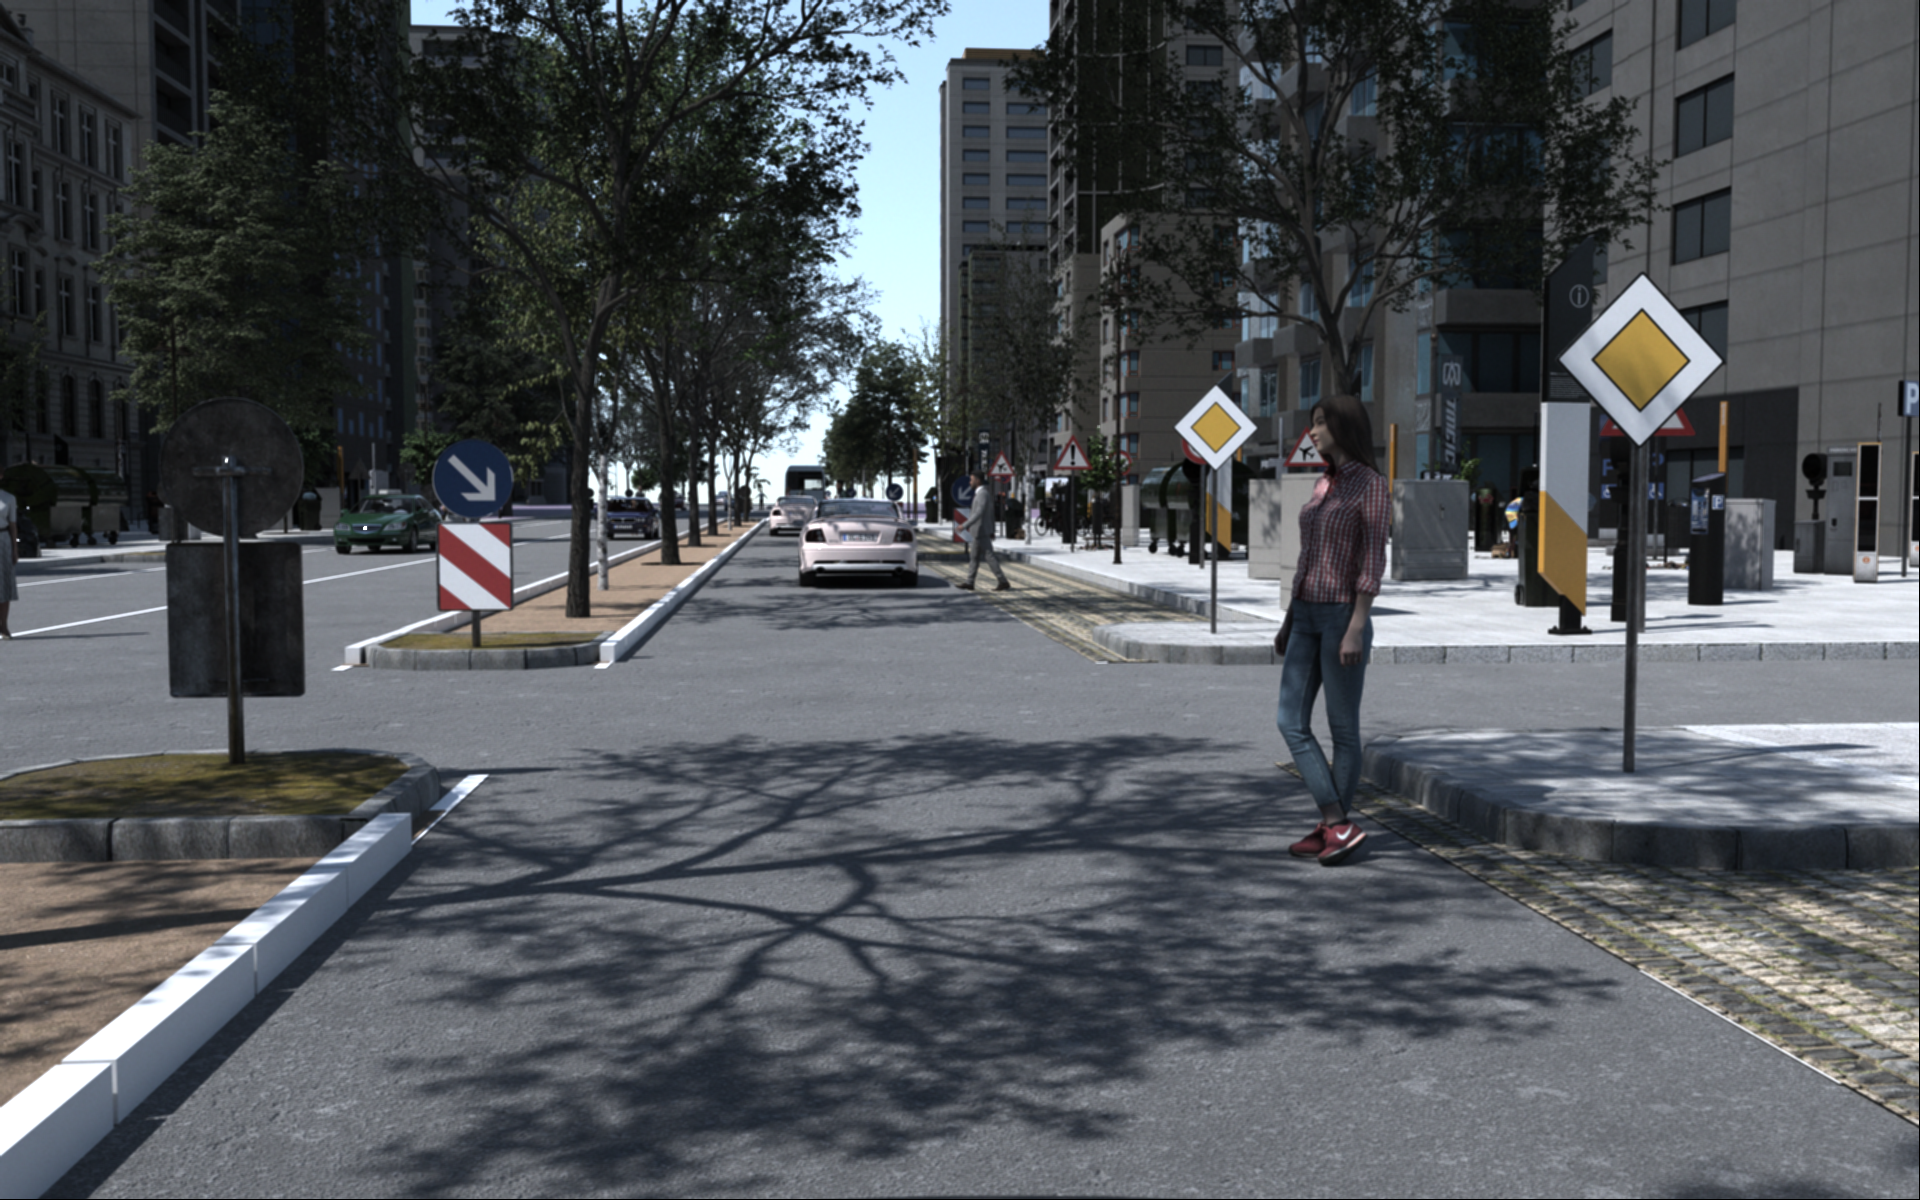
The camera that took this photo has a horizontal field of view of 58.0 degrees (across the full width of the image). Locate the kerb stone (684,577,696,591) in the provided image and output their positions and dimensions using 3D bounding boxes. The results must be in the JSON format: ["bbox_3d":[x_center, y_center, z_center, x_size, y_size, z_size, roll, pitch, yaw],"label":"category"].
[{"bbox_3d":[-4.004,-0.196,25.403,0.120,0.150,1.000,0,4,-5],"label":"kerb stone"}]

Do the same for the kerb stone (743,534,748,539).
[{"bbox_3d":[-6.515,-1.818,51.921,0.120,0.150,1.000,0,4,-5],"label":"kerb stone"}]

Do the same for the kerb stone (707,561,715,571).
[{"bbox_3d":[-4.586,-0.571,31.524,0.120,0.150,1.000,0,4,-5],"label":"kerb stone"}]

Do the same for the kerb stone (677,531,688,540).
[{"bbox_3d":[-9.099,-2.120,56.855,0.120,0.150,1.000,0,4,-5],"label":"kerb stone"}]

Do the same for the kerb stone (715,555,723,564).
[{"bbox_3d":[-4.871,-0.758,34.588,0.120,0.150,1.000,0,4,-5],"label":"kerb stone"}]

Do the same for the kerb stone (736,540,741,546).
[{"bbox_3d":[-5.936,-1.443,45.806,0.120,0.150,1.000,0,4,-5],"label":"kerb stone"}]

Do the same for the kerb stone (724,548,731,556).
[{"bbox_3d":[-5.256,-1.005,38.669,0.120,0.150,1.000,0,4,-5],"label":"kerb stone"}]

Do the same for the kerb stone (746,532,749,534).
[{"bbox_3d":[-6.713,-1.943,53.957,0.120,0.150,1.000,0,4,-5],"label":"kerb stone"}]

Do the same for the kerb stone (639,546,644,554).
[{"bbox_3d":[-7.547,-1.120,40.515,0.120,0.150,1.000,0,4,-5],"label":"kerb stone"}]

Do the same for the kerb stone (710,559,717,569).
[{"bbox_3d":[-4.689,-0.633,32.541,0.120,0.150,1.000,0,4,-5],"label":"kerb stone"}]

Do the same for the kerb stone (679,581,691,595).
[{"bbox_3d":[-3.909,-0.134,24.385,0.120,0.150,1.000,0,4,-5],"label":"kerb stone"}]

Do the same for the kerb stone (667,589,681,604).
[{"bbox_3d":[-3.724,-0.009,22.350,0.120,0.150,1.000,0,4,-5],"label":"kerb stone"}]

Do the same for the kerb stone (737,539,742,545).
[{"bbox_3d":[-6.030,-1.506,46.823,0.120,0.150,1.000,0,4,-5],"label":"kerb stone"}]

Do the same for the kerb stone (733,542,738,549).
[{"bbox_3d":[-5.750,-1.320,43.770,0.120,0.150,1.000,0,4,-5],"label":"kerb stone"}]

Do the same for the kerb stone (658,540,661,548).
[{"bbox_3d":[-8.040,-1.430,45.622,0.120,0.150,1.000,0,4,-5],"label":"kerb stone"}]

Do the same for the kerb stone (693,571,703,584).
[{"bbox_3d":[-4.202,-0.321,27.443,0.120,0.150,1.000,0,4,-5],"label":"kerb stone"}]

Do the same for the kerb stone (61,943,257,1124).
[{"bbox_3d":[-2.021,1.087,4.426,0.120,0.150,1.000,0,4,-5],"label":"kerb stone"}]

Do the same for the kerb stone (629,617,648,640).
[{"bbox_3d":[-3.234,0.304,17.249,0.120,0.150,1.000,0,4,-5],"label":"kerb stone"}]

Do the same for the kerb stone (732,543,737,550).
[{"bbox_3d":[-5.651,-1.257,42.753,0.120,0.150,1.000,0,4,-5],"label":"kerb stone"}]

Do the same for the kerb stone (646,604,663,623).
[{"bbox_3d":[-3.433,0.177,19.294,0.120,0.150,1.000,0,4,-5],"label":"kerb stone"}]

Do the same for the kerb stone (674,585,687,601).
[{"bbox_3d":[-3.813,-0.072,23.368,0.120,0.150,1.000,0,4,-5],"label":"kerb stone"}]

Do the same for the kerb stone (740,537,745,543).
[{"bbox_3d":[-6.222,-1.628,48.866,0.120,0.150,1.000,0,4,-5],"label":"kerb stone"}]

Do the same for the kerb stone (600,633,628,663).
[{"bbox_3d":[-3.044,0.428,15.202,0.120,0.150,1.000,0,4,-5],"label":"kerb stone"}]

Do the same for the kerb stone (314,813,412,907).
[{"bbox_3d":[-2.219,0.962,6.466,0.120,0.150,1.000,0,4,-5],"label":"kerb stone"}]

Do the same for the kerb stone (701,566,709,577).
[{"bbox_3d":[-4.395,-0.444,29.478,0.120,0.150,1.000,0,4,-5],"label":"kerb stone"}]

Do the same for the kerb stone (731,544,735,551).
[{"bbox_3d":[-5.553,-1.195,41.730,0.120,0.150,1.000,0,4,-5],"label":"kerb stone"}]

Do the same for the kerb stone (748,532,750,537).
[{"bbox_3d":[-6.811,-2.005,54.974,0.120,0.150,1.000,0,4,-5],"label":"kerb stone"}]

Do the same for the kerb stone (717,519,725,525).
[{"bbox_3d":[-11.793,-3.865,85.393,0.120,0.150,1.000,0,4,-5],"label":"kerb stone"}]

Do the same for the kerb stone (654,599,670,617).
[{"bbox_3d":[-3.527,0.119,20.312,0.120,0.150,1.000,0,4,-5],"label":"kerb stone"}]

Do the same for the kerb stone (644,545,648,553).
[{"bbox_3d":[-7.645,-1.178,41.533,0.120,0.150,1.000,0,4,-5],"label":"kerb stone"}]

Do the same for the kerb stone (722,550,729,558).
[{"bbox_3d":[-5.167,-0.935,37.651,0.120,0.150,1.000,0,4,-5],"label":"kerb stone"}]

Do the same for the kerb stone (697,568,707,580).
[{"bbox_3d":[-4.292,-0.383,28.461,0.120,0.150,1.000,0,4,-5],"label":"kerb stone"}]

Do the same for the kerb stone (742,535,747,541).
[{"bbox_3d":[-6.422,-1.756,50.904,0.120,0.150,1.000,0,4,-5],"label":"kerb stone"}]

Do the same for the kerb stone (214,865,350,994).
[{"bbox_3d":[-2.119,1.024,5.449,0.120,0.150,1.000,0,4,-5],"label":"kerb stone"}]

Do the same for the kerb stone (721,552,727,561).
[{"bbox_3d":[-5.066,-0.879,36.634,0.120,0.150,1.000,0,4,-5],"label":"kerb stone"}]

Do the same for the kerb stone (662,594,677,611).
[{"bbox_3d":[-3.616,0.057,21.334,0.120,0.150,1.000,0,4,-5],"label":"kerb stone"}]

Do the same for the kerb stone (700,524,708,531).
[{"bbox_3d":[-10.345,-2.930,70.104,0.120,0.150,1.000,0,4,-5],"label":"kerb stone"}]

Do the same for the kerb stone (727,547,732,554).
[{"bbox_3d":[-5.357,-1.067,39.686,0.120,0.150,1.000,0,4,-5],"label":"kerb stone"}]

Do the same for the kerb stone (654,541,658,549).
[{"bbox_3d":[-7.933,-1.368,44.605,0.120,0.150,1.000,0,4,-5],"label":"kerb stone"}]

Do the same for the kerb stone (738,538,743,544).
[{"bbox_3d":[-6.128,-1.564,47.845,0.120,0.150,1.000,0,4,-5],"label":"kerb stone"}]

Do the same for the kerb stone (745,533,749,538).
[{"bbox_3d":[-6.612,-1.876,52.940,0.120,0.150,1.000,0,4,-5],"label":"kerb stone"}]

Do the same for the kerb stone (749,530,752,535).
[{"bbox_3d":[-6.998,-2.128,57.019,0.120,0.150,1.000,0,4,-5],"label":"kerb stone"}]

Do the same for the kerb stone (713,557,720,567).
[{"bbox_3d":[-4.781,-0.688,33.569,0.120,0.150,1.000,0,4,-5],"label":"kerb stone"}]

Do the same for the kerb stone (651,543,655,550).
[{"bbox_3d":[-7.831,-1.306,43.581,0.120,0.150,1.000,0,4,-5],"label":"kerb stone"}]

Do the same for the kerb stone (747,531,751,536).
[{"bbox_3d":[-6.907,-2.067,55.993,0.120,0.150,1.000,0,4,-5],"label":"kerb stone"}]

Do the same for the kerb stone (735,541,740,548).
[{"bbox_3d":[-5.835,-1.382,44.789,0.120,0.150,1.000,0,4,-5],"label":"kerb stone"}]

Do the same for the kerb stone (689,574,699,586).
[{"bbox_3d":[-4.106,-0.259,26.425,0.120,0.150,1.000,0,4,-5],"label":"kerb stone"}]

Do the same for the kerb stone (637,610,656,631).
[{"bbox_3d":[-3.331,0.240,18.270,0.120,0.150,1.000,0,4,-5],"label":"kerb stone"}]

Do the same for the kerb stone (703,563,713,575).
[{"bbox_3d":[-4.485,-0.505,30.496,0.120,0.150,1.000,0,4,-5],"label":"kerb stone"}]

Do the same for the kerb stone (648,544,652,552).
[{"bbox_3d":[-7.732,-1.242,42.564,0.120,0.150,1.000,0,4,-5],"label":"kerb stone"}]

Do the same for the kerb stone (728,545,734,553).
[{"bbox_3d":[-5.453,-1.133,40.713,0.120,0.150,1.000,0,4,-5],"label":"kerb stone"}]

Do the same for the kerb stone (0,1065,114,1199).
[{"bbox_3d":[-1.924,1.150,3.404,0.120,0.150,1.000,0,4,-5],"label":"kerb stone"}]

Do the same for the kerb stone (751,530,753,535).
[{"bbox_3d":[-7.093,-2.192,58.039,0.120,0.150,1.000,0,4,-5],"label":"kerb stone"}]

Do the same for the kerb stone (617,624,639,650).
[{"bbox_3d":[-3.139,0.365,16.228,0.120,0.150,1.000,0,4,-5],"label":"kerb stone"}]

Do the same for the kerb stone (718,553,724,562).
[{"bbox_3d":[-4.978,-0.821,35.615,0.120,0.150,1.000,0,4,-5],"label":"kerb stone"}]
